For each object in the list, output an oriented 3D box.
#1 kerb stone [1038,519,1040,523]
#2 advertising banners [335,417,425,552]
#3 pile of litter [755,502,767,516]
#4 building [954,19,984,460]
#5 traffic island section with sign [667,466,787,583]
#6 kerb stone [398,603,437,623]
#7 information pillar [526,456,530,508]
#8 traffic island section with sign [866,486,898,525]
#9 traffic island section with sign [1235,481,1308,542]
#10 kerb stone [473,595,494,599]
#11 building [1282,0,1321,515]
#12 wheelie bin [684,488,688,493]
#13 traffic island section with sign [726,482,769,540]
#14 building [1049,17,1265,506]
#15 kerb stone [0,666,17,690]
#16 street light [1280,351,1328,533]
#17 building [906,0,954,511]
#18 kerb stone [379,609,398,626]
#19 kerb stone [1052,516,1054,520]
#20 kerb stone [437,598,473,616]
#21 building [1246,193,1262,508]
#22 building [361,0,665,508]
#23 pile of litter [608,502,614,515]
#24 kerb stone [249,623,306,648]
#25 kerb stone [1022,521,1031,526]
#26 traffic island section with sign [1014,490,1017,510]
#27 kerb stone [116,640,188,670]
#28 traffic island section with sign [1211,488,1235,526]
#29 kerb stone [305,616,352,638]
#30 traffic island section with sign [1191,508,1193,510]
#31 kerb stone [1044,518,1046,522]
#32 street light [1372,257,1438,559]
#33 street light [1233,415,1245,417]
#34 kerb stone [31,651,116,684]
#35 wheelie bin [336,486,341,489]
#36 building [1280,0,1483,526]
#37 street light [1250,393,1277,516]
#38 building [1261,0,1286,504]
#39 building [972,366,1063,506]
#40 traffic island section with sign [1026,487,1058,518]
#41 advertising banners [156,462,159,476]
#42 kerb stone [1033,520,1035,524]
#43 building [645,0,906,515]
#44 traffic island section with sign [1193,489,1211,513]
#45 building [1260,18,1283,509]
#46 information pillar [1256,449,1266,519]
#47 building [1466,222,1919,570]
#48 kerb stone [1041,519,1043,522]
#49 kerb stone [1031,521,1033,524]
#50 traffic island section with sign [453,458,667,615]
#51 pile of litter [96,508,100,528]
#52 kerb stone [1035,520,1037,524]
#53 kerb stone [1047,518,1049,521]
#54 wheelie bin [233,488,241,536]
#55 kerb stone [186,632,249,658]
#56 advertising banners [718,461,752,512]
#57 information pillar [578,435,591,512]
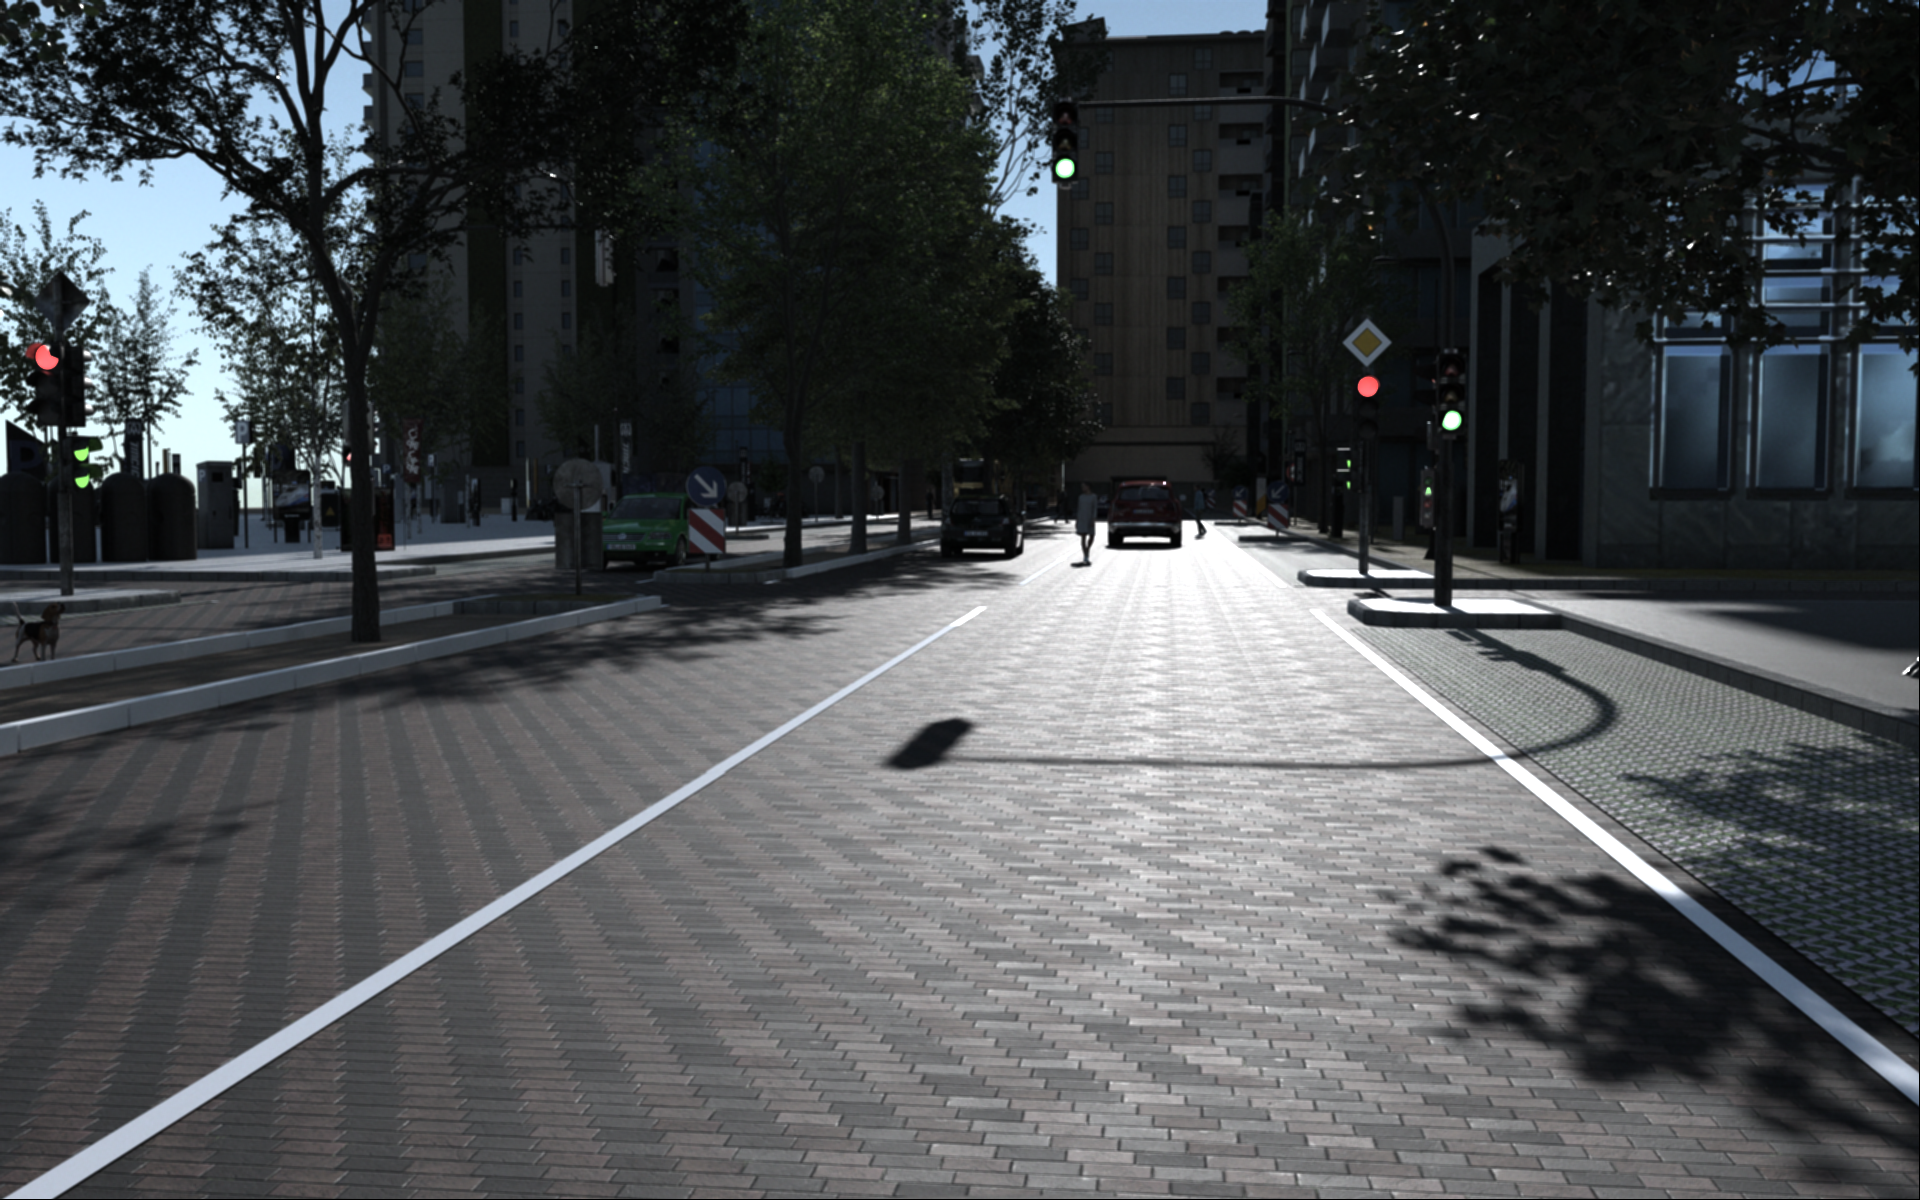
[{"bbox_3d":[3.693,-3.836,84.915,0.120,0.150,1.000,0,4,7],"label":"kerb stone"},{"bbox_3d":[-13.060,-2.625,39.102,2.074,3.025,0.090,-3,5,-39],"label":"advertising banners"},{"bbox_3d":[-12.067,-5.343,101.316,1.719,0.858,1.176,1,4,9],"label":"pile of litter"},{"bbox_3d":[-13.285,-33.533,167.871,30.456,49.044,23.786,0,4,7],"label":"building"},{"bbox_3d":[-4.036,-1.261,28.749,2.006,1.907,1.989,0,4,7],"label":"traffic island section with sign"},{"bbox_3d":[-6.211,0.160,19.581,0.120,0.150,1.000,0,4,7],"label":"kerb stone"},{"bbox_3d":[-26.836,-7.114,107.669,0.183,3.616,0.504,-2,4,-28],"label":"information pillar"},{"bbox_3d":[-3.895,-4.445,81.308,1.989,1.847,2.006,0,4,7],"label":"traffic island section with sign"},{"bbox_3d":[9.433,-2.669,52.264,1.989,1.847,2.006,0,4,7],"label":"traffic island section with sign"},{"bbox_3d":[-5.970,0.036,21.611,0.120,0.150,1.000,0,4,7],"label":"kerb stone"},{"bbox_3d":[27.485,-26.040,109.343,14.154,41.232,14.086,0,4,7],"label":"building"},{"bbox_3d":[-13.877,-4.796,86.329,0.980,1.594,0.693,2,4,27],"label":"wheelie bin"},{"bbox_3d":[-7.095,-2.808,54.543,1.989,1.847,2.006,0,4,7],"label":"traffic island section with sign"},{"bbox_3d":[24.954,-37.357,200.025,27.495,52.752,28.713,0,4,7],"label":"building"},{"bbox_3d":[-7.057,0.596,12.443,0.120,0.150,1.000,0,4,7],"label":"kerb stone"},{"bbox_3d":[11.341,-5.134,56.490,1.470,5.913,1.316,0,4,7],"label":"street light"},{"bbox_3d":[-12.605,-36.173,133.434,21.231,58.520,28.212,0,4,7],"label":"building"},{"bbox_3d":[-6.328,0.223,18.557,0.120,0.150,1.000,0,4,7],"label":"kerb stone"},{"bbox_3d":[4.907,-4.451,95.096,0.120,0.150,1.000,0,4,7],"label":"kerb stone"},{"bbox_3d":[-6.083,0.098,20.595,0.120,0.150,1.000,0,4,7],"label":"kerb stone"},{"bbox_3d":[34.782,-24.205,167.460,14.160,30.474,14.107,0,4,7],"label":"building"},{"bbox_3d":[-42.971,-38.552,172.330,28.212,58.520,21.231,0,4,7],"label":"building"},{"bbox_3d":[-19.221,-4.978,95.354,1.719,0.858,1.176,-1,4,-14],"label":"pile of litter"},{"bbox_3d":[-6.570,0.354,16.523,0.120,0.150,1.000,0,4,7],"label":"kerb stone"},{"bbox_3d":[3.077,-3.525,79.833,0.120,0.150,1.000,0,4,7],"label":"kerb stone"},{"bbox_3d":[5.269,-9.149,158.215,1.989,1.847,2.006,0,4,7],"label":"traffic island section with sign"},{"bbox_3d":[-6.814,0.473,14.482,0.120,0.150,1.000,0,4,7],"label":"kerb stone"},{"bbox_3d":[12.627,-4.306,79.030,1.989,1.847,2.006,0,4,7],"label":"traffic island section with sign"},{"bbox_3d":[-6.454,0.285,17.541,0.120,0.150,1.000,0,4,7],"label":"kerb stone"},{"bbox_3d":[21.752,-8.995,155.703,1.989,1.847,2.006,0,4,7],"label":"traffic island section with sign"},{"bbox_3d":[4.181,-4.085,88.988,0.120,0.150,1.000,0,4,7],"label":"kerb stone"},{"bbox_3d":[8.765,-3.760,34.017,1.470,5.913,1.316,0,4,7],"label":"street light"},{"bbox_3d":[16.707,-7.899,101.684,1.470,5.913,1.316,0,4,7],"label":"street light"},{"bbox_3d":[-6.937,0.534,13.464,0.120,0.150,1.000,0,4,7],"label":"kerb stone"},{"bbox_3d":[-24.039,-3.614,66.996,0.693,1.594,0.980,-1,4,-10],"label":"wheelie bin"},{"bbox_3d":[27.607,-28.155,79.935,23.786,49.044,30.456,0,4,7],"label":"building"},{"bbox_3d":[14.151,-6.524,79.208,1.470,5.913,1.316,0,4,7],"label":"street light"},{"bbox_3d":[34.418,-29.115,130.652,22.147,44.769,28.867,0,4,7],"label":"building"},{"bbox_3d":[-3.049,-21.972,204.273,28.899,21.520,27.650,0,4,7],"label":"building"},{"bbox_3d":[4.845,-5.824,103.363,2.006,1.907,1.989,0,4,7],"label":"traffic island section with sign"},{"bbox_3d":[-43.415,-5.936,93.236,0.090,3.025,2.074,0,4,-6],"label":"advertising banners"},{"bbox_3d":[3.325,-3.650,81.865,0.120,0.150,1.000,0,4,7],"label":"kerb stone"},{"bbox_3d":[-11.382,-28.273,112.376,14.600,45.320,14.200,0,4,7],"label":"building"},{"bbox_3d":[18.566,-7.358,128.936,1.989,1.847,2.006,0,4,7],"label":"traffic island section with sign"},{"bbox_3d":[34.005,-30.750,152.872,14.600,45.320,14.200,0,4,7],"label":"building"},{"bbox_3d":[15.442,-5.961,88.814,0.504,3.616,0.183,0,4,6],"label":"information pillar"},{"bbox_3d":[27.663,-44.267,36.429,31.000,86.520,22.319,0,4,7],"label":"building"},{"bbox_3d":[3.935,-3.954,86.958,0.120,0.150,1.000,0,4,7],"label":"kerb stone"},{"bbox_3d":[3.205,-3.587,80.850,0.120,0.150,1.000,0,4,7],"label":"kerb stone"},{"bbox_3d":[-4.922,-0.811,21.395,2.006,1.907,1.989,0,4,7],"label":"traffic island section with sign"},{"bbox_3d":[-32.042,-3.150,65.471,1.176,0.858,1.719,-1,4,-22],"label":"pile of litter"},{"bbox_3d":[3.445,-3.711,82.880,0.120,0.150,1.000,0,4,7],"label":"kerb stone"},{"bbox_3d":[4.432,-4.210,91.029,0.120,0.150,1.000,0,4,7],"label":"kerb stone"},{"bbox_3d":[-22.583,-2.779,53.351,0.980,1.594,0.693,3,5,45],"label":"wheelie bin"},{"bbox_3d":[-6.704,0.410,15.498,0.120,0.150,1.000,0,4,7],"label":"kerb stone"},{"bbox_3d":[-11.923,-5.828,91.467,2.074,3.025,0.090,1,4,16],"label":"advertising banners"},{"bbox_3d":[-14.978,-4.755,69.094,0.504,3.616,0.183,0,4,-6],"label":"information pillar"}]
